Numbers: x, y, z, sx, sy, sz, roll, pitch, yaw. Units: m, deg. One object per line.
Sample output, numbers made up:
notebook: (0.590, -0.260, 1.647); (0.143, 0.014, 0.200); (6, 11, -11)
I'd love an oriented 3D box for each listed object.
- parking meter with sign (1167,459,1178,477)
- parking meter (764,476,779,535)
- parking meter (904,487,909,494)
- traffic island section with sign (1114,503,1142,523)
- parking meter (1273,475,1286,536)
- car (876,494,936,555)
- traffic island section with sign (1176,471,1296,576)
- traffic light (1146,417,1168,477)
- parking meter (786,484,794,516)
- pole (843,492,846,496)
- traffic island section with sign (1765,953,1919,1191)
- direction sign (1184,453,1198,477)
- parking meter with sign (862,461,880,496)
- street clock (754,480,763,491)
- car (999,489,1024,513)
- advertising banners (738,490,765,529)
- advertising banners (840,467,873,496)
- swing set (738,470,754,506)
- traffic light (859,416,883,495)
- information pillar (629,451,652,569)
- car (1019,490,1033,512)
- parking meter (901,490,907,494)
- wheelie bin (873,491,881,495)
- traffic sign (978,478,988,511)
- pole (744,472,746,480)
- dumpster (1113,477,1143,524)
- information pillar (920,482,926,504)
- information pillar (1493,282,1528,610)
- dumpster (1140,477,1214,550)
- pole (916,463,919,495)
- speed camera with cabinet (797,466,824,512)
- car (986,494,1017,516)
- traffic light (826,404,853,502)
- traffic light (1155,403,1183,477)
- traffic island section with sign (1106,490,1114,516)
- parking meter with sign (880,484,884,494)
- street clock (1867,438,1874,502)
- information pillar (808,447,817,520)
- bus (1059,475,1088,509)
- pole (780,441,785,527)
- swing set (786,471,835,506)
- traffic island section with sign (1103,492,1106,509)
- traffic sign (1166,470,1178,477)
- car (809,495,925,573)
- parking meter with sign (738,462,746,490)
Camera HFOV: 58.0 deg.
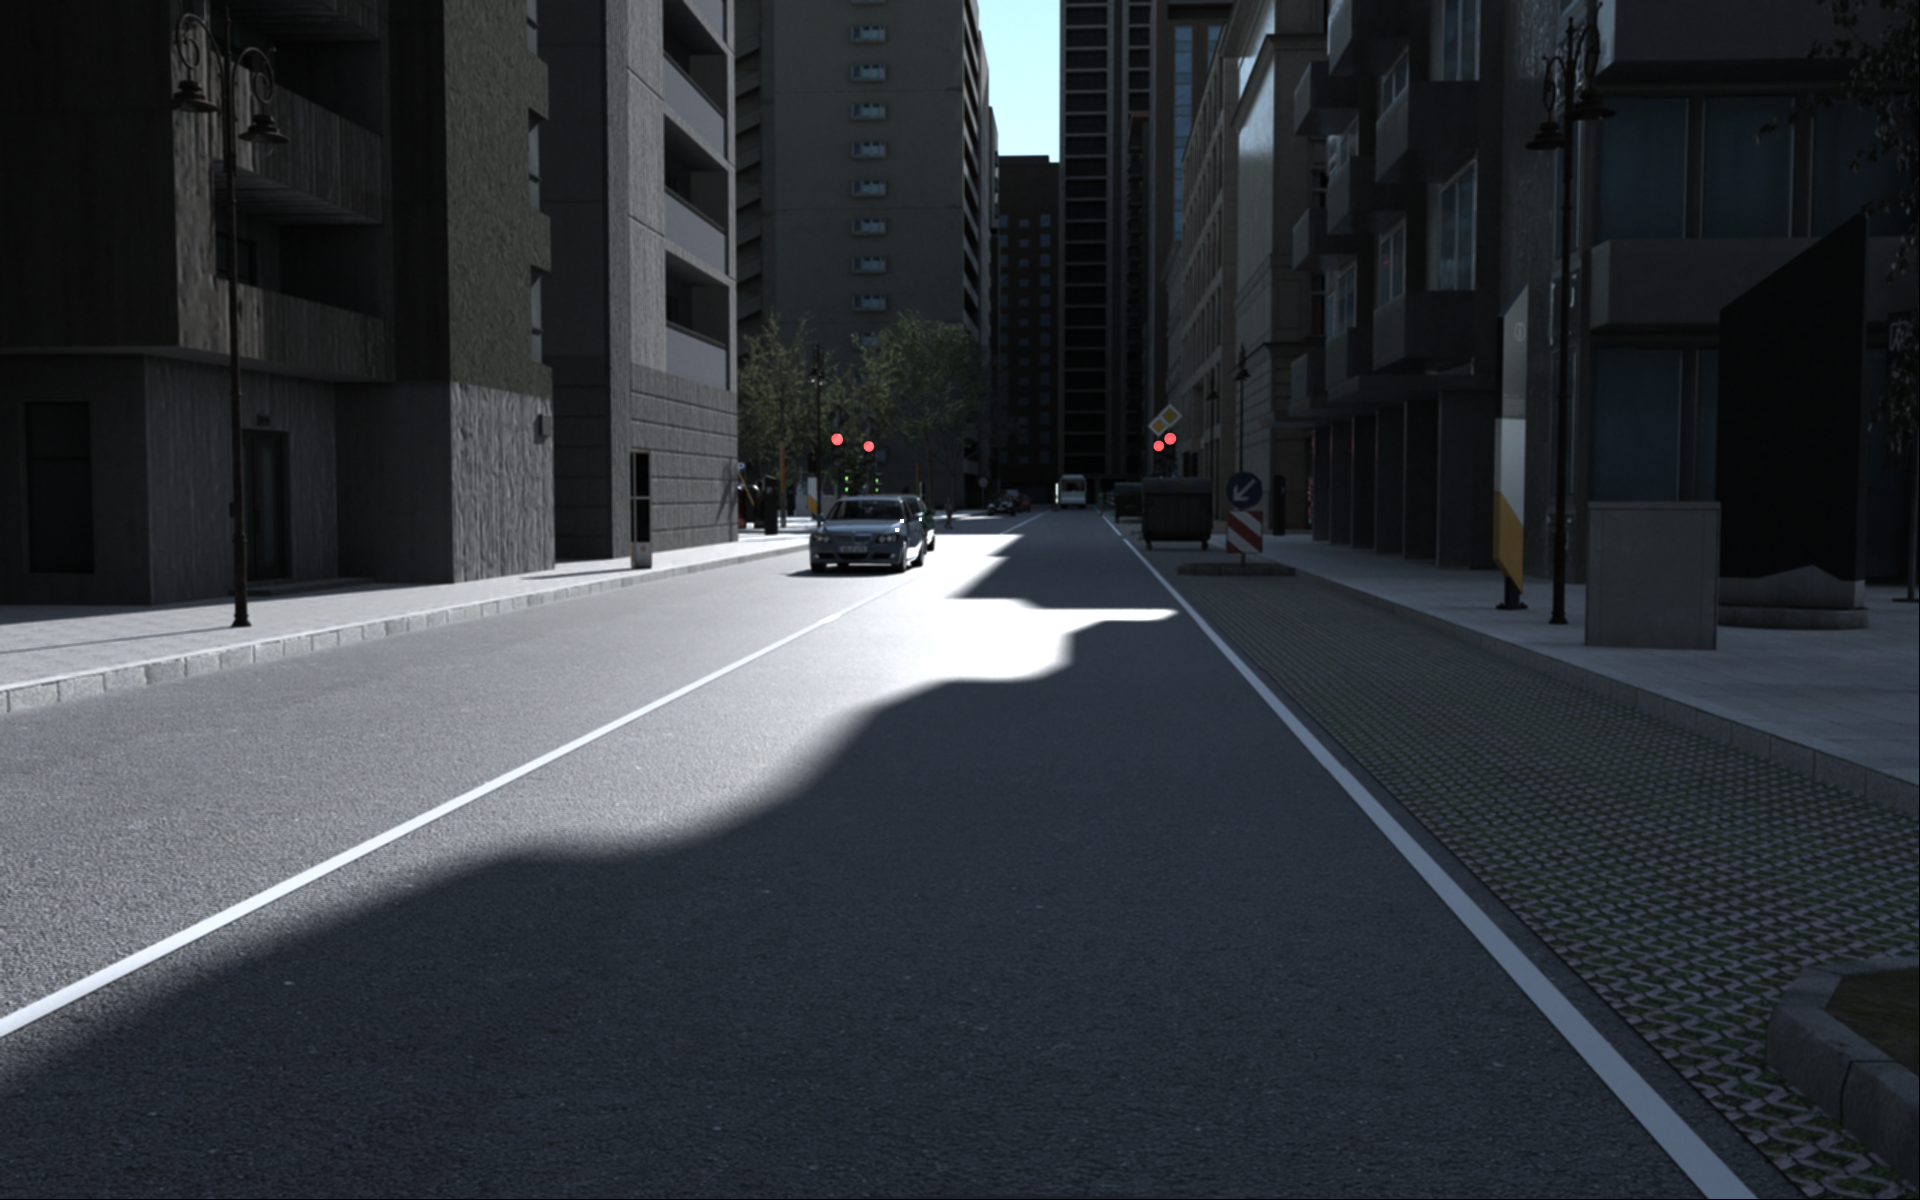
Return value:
parking meter with sign: (10.331, -5.373, 84.110); (0.543, 3.016, 1.738); (0, 4, 5)
parking meter: (-5.942, -2.989, 54.585); (0.399, 1.863, 0.255); (1, 4, 18)
parking meter: (-4.161, -7.849, 134.036); (0.399, 1.863, 0.255); (1, 4, 15)
traffic island section with sign: (8.836, -4.761, 86.478); (1.989, 1.847, 2.006); (0, 4, 4)
parking meter: (9.870, -2.926, 53.550); (0.255, 1.863, 0.399); (3, 4, 37)
car: (-1.622, -1.882, 42.568); (2.131, 1.459, 4.920); (0, 4, 3)
traffic island section with sign: (4.899, -1.366, 30.968); (1.989, 1.847, 2.006); (0, 4, 4)
traffic light: (7.020, -4.438, 61.484); (0.839, 4.253, 0.868); (0, 4, 4)
parking meter: (-9.914, -5.832, 101.061); (0.399, 1.863, 0.255); (-1, 4, -19)
pole: (-5.714, -5.607, 85.525); (0.158, 3.312, 0.155); (0, 3, 0)
traffic island section with sign: (2.978, 0.296, 3.791); (1.989, 1.847, 2.006); (0, 4, 4)
direction sign: (12.599, -6.277, 94.627); (0.876, 3.537, 0.379); (-2, 4, -24)
parking meter with sign: (-4.813, -5.716, 89.716); (0.543, 3.016, 1.738); (1, 4, 17)
street clock: (-10.442, -5.229, 90.063); (0.471, 2.002, 0.358); (2, 4, 35)
car: (3.805, -7.635, 133.499); (2.281, 1.827, 5.304); (0, 4, 4)
advertising banners: (-8.158, -4.167, 64.317); (2.074, 3.025, 0.090); (-1, 4, -14)
advertising banners: (-4.915, -5.158, 80.514); (2.074, 3.025, 0.090); (2, 4, 31)
swing set: (-10.457, -4.768, 75.577); (2.862, 2.851, 3.119); (1, 4, 11)
traffic light: (-3.217, -4.481, 62.190); (0.839, 4.253, 0.868); (0, 4, 4)
information pillar: (-5.502, -1.551, 29.848); (0.304, 2.012, 0.304); (-2, 4, -24)
car: (4.806, -8.021, 140.191); (2.155, 1.783, 4.494); (0, 4, 2)
parking meter: (-3.547, -6.216, 110.048); (0.372, 1.533, 0.369); (0, 3, 0)
wheelie bin: (-6.001, -7.101, 124.015); (0.693, 1.594, 0.980); (0, 4, -7)
traffic sign: (1.781, -8.226, 134.597); (0.768, 2.556, 0.104); (1, 4, 14)
pole: (-15.932, -8.236, 128.508); (0.158, 3.312, 0.155); (0, 3, 0)
dumpster: (8.412, -4.830, 83.922); (1.985, 2.255, 1.502); (0, 4, 3)
information pillar: (-2.314, -6.316, 107.758); (0.304, 2.012, 0.304); (-1, 4, -21)
information pillar: (6.087, -1.699, 19.138); (0.504, 3.616, 0.183); (-3, 5, -40)
dumpster: (5.536, -2.209, 44.330); (1.865, 1.857, 1.264); (0, 4, 5)
pole: (-2.784, -7.283, 112.928); (0.158, 3.312, 0.155); (0, 3, 0)
speed camera with cabinet: (-10.652, -7.900, 123.504); (2.038, 3.252, 0.660); (2, 4, 29)
car: (2.715, -6.258, 112.110); (2.009, 1.686, 4.222); (0, 4, 4)
traffic light: (-3.782, -3.994, 54.225); (0.839, 4.253, 0.868); (0, 4, 4)
traffic light: (6.455, -3.951, 53.519); (0.839, 4.253, 0.868); (0, 4, 4)
traffic island section with sign: (10.741, -6.406, 113.366); (1.989, 1.847, 2.006); (0, 4, 4)
parking meter with sign: (-6.161, -8.316, 132.219); (1.738, 3.016, 0.543); (-1, 4, -20)
street clock: (9.832, -0.885, 19.034); (0.358, 2.002, 0.471); (2, 4, 23)
information pillar: (-7.302, -5.783, 85.899); (0.504, 3.616, 0.183); (1, 4, 22)
bus: (11.376, -10.934, 173.625); (2.948, 3.499, 13.247); (0, 4, 4)
pole: (-6.810, -4.448, 66.562); (0.158, 3.312, 0.155); (0, 3, 0)
swing set: (-10.399, -7.521, 120.582); (3.119, 2.851, 2.862); (2, 4, 34)
traffic island section with sign: (16.235, -11.154, 190.995); (1.989, 1.847, 2.006); (0, 4, 4)
traffic sign: (10.555, -5.312, 86.959); (0.768, 2.556, 0.104); (1, 4, 10)
car: (-1.712, -1.295, 33.178); (2.014, 1.417, 4.499); (0, 4, 5)
parking meter with sign: (-11.832, -5.964, 93.765); (0.543, 3.016, 1.738); (-1, 4, -9)
